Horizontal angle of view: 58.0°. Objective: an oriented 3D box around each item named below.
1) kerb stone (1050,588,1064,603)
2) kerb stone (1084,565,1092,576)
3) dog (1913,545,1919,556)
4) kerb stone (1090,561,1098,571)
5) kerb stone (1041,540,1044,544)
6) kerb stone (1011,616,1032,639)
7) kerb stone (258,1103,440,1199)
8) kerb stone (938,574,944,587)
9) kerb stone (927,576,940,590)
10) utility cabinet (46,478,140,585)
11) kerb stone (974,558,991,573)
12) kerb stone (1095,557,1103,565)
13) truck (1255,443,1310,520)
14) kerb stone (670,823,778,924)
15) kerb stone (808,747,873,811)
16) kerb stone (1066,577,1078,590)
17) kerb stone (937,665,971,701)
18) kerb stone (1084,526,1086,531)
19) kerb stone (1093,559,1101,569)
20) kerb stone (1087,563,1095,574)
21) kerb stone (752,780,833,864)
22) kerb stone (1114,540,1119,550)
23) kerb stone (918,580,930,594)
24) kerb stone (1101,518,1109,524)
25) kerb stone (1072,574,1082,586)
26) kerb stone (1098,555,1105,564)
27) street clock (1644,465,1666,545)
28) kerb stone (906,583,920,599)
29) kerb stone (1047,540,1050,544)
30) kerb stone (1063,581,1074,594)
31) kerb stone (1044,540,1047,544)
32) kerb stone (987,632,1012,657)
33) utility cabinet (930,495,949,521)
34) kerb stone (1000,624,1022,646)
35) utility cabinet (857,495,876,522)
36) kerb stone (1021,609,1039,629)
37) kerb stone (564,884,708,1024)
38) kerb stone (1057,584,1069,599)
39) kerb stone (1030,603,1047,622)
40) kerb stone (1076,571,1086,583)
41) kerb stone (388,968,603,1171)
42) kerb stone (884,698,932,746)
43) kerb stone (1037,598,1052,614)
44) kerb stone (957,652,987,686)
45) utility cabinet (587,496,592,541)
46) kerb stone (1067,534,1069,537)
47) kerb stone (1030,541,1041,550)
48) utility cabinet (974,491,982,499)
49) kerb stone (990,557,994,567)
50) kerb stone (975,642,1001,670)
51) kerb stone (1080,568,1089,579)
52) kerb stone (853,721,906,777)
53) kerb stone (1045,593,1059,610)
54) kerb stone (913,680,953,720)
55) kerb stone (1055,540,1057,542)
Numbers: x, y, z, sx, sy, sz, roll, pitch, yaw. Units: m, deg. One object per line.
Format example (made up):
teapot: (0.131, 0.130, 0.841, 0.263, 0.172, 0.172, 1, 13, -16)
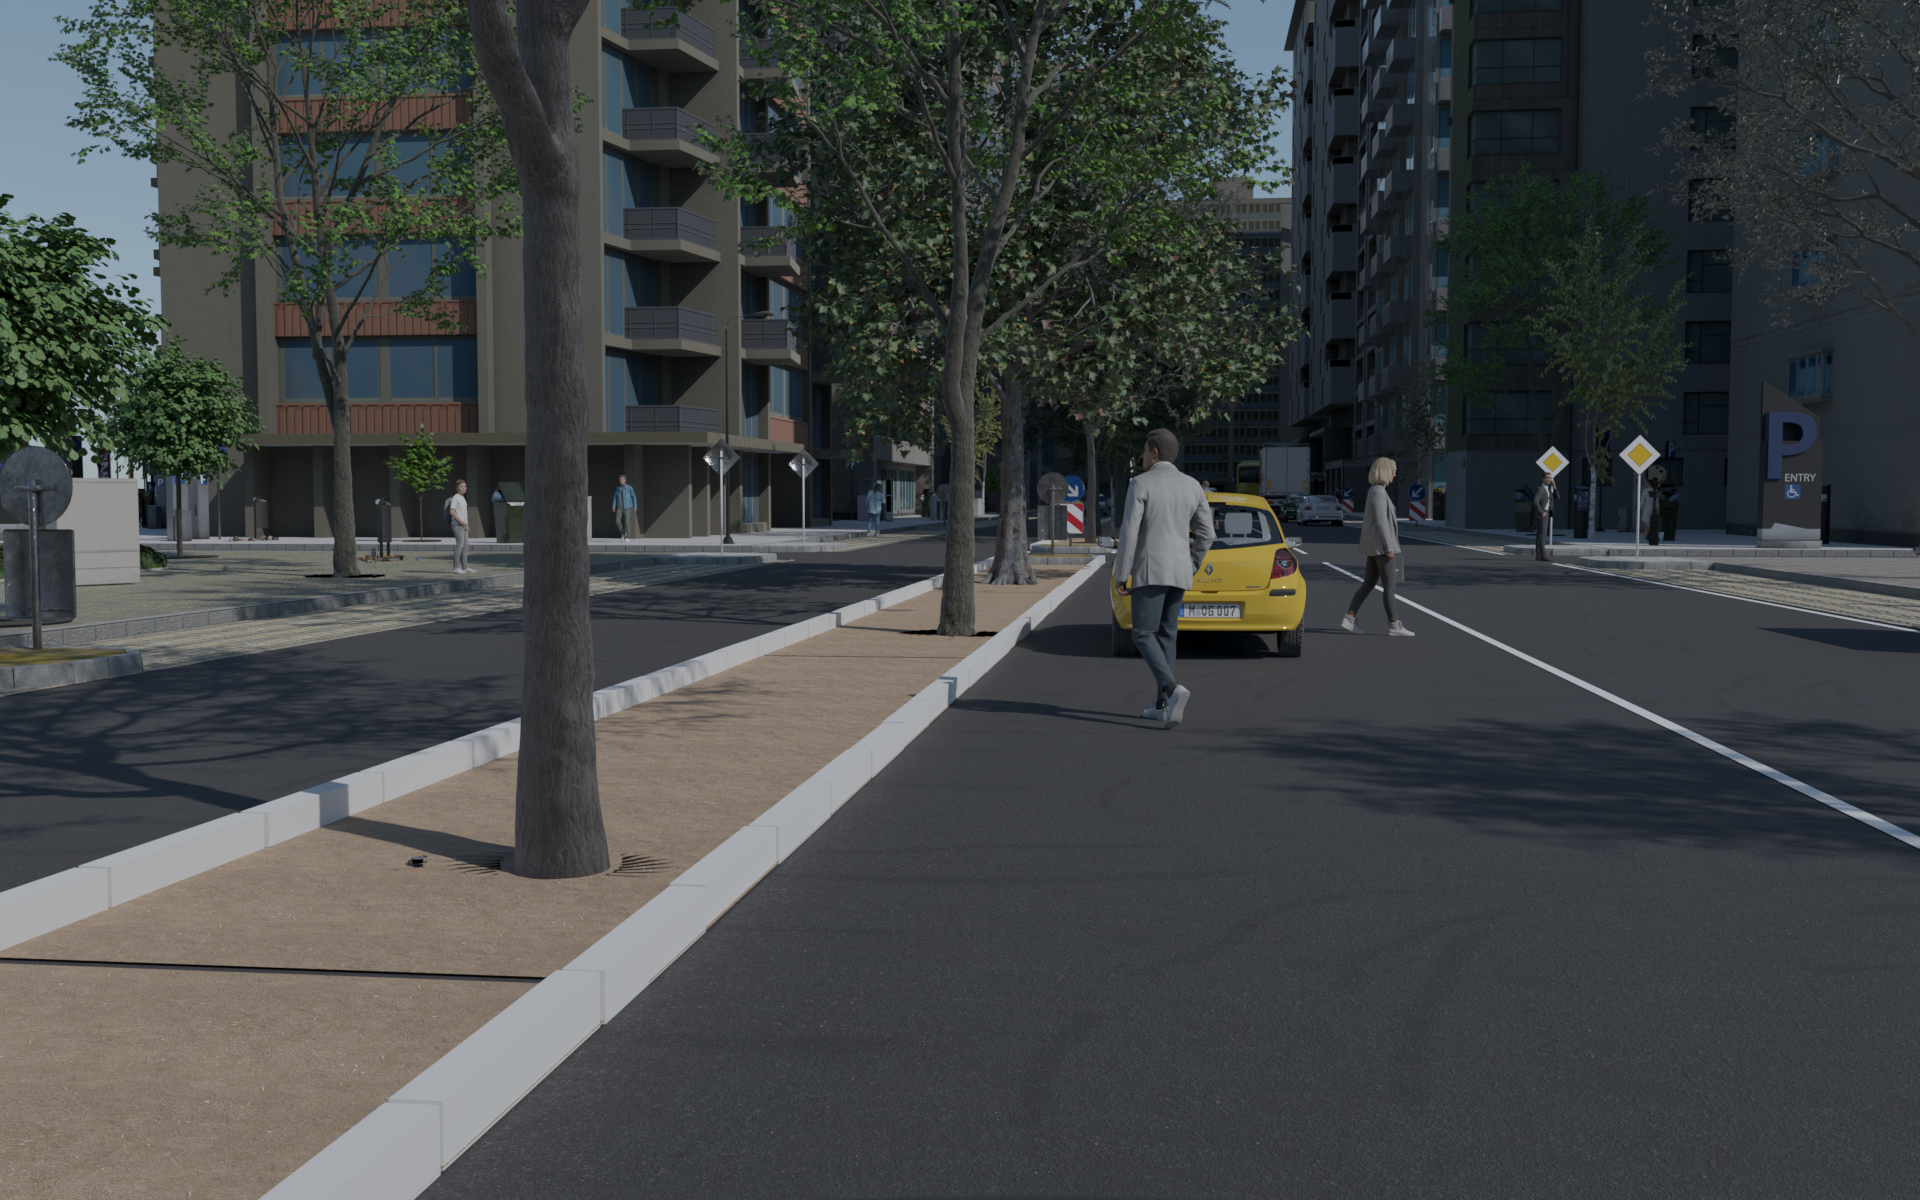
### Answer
kerb stone: (1.224, -0.016, 22.461, 0.120, 0.150, 1.000, 0, 4, 7)
kerb stone: (2.131, -0.451, 29.576, 0.120, 0.150, 1.000, 0, 4, 7)
dog: (12.240, -0.293, 21.635, 0.513, 0.831, 0.800, 1, 4, 20)
kerb stone: (2.387, -0.577, 31.623, 0.120, 0.150, 1.000, 0, 4, 7)
kerb stone: (2.041, -1.427, 45.620, 0.120, 0.150, 1.000, 0, 4, 7)
kerb stone: (0.594, 0.294, 17.381, 0.120, 0.150, 1.000, 0, 4, 7)
kerb stone: (-1.215, 1.165, 3.152, 0.120, 0.150, 1.000, 0, 4, 7)
kerb stone: (-0.340, -0.281, 26.789, 0.120, 0.150, 1.000, 0, 4, 7)
kerb stone: (-0.469, -0.216, 25.775, 0.120, 0.150, 1.000, 0, 4, 7)
utility cabinet: (-12.144, -0.953, 24.254, 0.318, 1.500, 1.173, 2, 4, 35)
kerb stone: (0.429, -0.653, 32.899, 0.120, 0.150, 1.000, 0, 4, 7)
kerb stone: (2.648, -0.692, 33.660, 0.120, 0.150, 1.000, 0, 4, 7)
truck: (18.726, -6.834, 100.657, 2.839, 4.237, 11.283, 0, 4, 8)
kerb stone: (-0.833, 0.979, 6.194, 0.120, 0.150, 1.000, 0, 4, 7)
kerb stone: (-0.570, 0.857, 8.226, 0.120, 0.150, 1.000, 0, 4, 7)
kerb stone: (1.614, -0.203, 25.519, 0.120, 0.150, 1.000, 0, 4, 7)
kerb stone: (-0.057, 0.605, 12.307, 0.120, 0.150, 1.000, 0, 4, 7)
kerb stone: (5.256, -2.984, 71.025, 0.120, 0.150, 1.000, 0, 4, 7)
kerb stone: (2.519, -0.636, 32.639, 0.120, 0.150, 1.000, 0, 4, 7)
kerb stone: (2.264, -0.514, 30.599, 0.120, 0.150, 1.000, 0, 4, 7)
kerb stone: (-0.696, 0.917, 7.206, 0.120, 0.150, 1.000, 0, 4, 7)
kerb stone: (4.247, -1.478, 46.368, 0.120, 0.150, 1.000, 0, 4, 7)
kerb stone: (-0.595, -0.157, 24.761, 0.120, 0.150, 1.000, 0, 4, 7)
kerb stone: (7.312, -3.982, 87.304, 0.120, 0.150, 1.000, 0, 4, 7)
kerb stone: (1.743, -0.265, 26.534, 0.120, 0.150, 1.000, 0, 4, 7)
kerb stone: (2.772, -0.760, 34.676, 0.120, 0.150, 1.000, 0, 4, 7)
street clock: (17.384, -2.372, 43.347, 0.471, 2.002, 0.358, 3, 4, 37)
kerb stone: (-0.723, -0.095, 23.744, 0.120, 0.150, 1.000, 0, 4, 7)
kerb stone: (2.301, -1.557, 47.656, 0.120, 0.150, 1.000, 0, 4, 7)
kerb stone: (1.484, -0.135, 24.496, 0.120, 0.150, 1.000, 0, 4, 7)
kerb stone: (2.168, -1.495, 46.636, 0.120, 0.150, 1.000, 0, 4, 7)
kerb stone: (0.333, 0.419, 15.349, 0.120, 0.150, 1.000, 0, 4, 7)
utility cabinet: (-0.979, -4.405, 83.183, 1.020, 1.237, 0.306, -3, 5, -44)
kerb stone: (0.455, 0.361, 16.369, 0.120, 0.150, 1.000, 0, 4, 7)
utility cabinet: (-4.327, -4.283, 81.184, 1.020, 1.237, 0.306, 3, 4, 36)
kerb stone: (0.717, 0.232, 18.401, 0.120, 0.150, 1.000, 0, 4, 7)
kerb stone: (-0.955, 1.043, 5.179, 0.120, 0.150, 1.000, 0, 4, 7)
kerb stone: (1.350, -0.078, 23.476, 0.120, 0.150, 1.000, 0, 4, 7)
kerb stone: (0.844, 0.170, 19.415, 0.120, 0.150, 1.000, 0, 4, 7)
kerb stone: (1.876, -0.327, 27.547, 0.120, 0.150, 1.000, 0, 4, 7)
kerb stone: (-1.090, 1.103, 4.166, 0.120, 0.150, 1.000, 0, 4, 7)
kerb stone: (-0.313, 0.730, 10.264, 0.120, 0.150, 1.000, 0, 4, 7)
kerb stone: (0.963, 0.108, 20.430, 0.120, 0.150, 1.000, 0, 4, 7)
kerb stone: (0.074, 0.543, 13.321, 0.120, 0.150, 1.000, 0, 4, 7)
utility cabinet: (-10.605, -2.228, 47.582, 1.020, 1.237, 0.306, 2, 4, 30)
kerb stone: (3.324, -2.054, 55.785, 0.120, 0.150, 1.000, 0, 4, 7)
kerb stone: (1.910, -1.370, 44.600, 0.120, 0.150, 1.000, 0, 4, 7)
utility cabinet: (0.904, -6.368, 112.788, 1.173, 1.500, 0.318, 2, 4, 28)
kerb stone: (0.565, -0.717, 33.911, 0.120, 0.150, 1.000, 0, 4, 7)
kerb stone: (0.204, 0.483, 14.335, 0.120, 0.150, 1.000, 0, 4, 7)
kerb stone: (2.004, -0.389, 28.561, 0.120, 0.150, 1.000, 0, 4, 7)
kerb stone: (-0.439, 0.799, 9.240, 0.120, 0.150, 1.000, 0, 4, 7)
kerb stone: (1.104, 0.046, 21.444, 0.120, 0.150, 1.000, 0, 4, 7)
kerb stone: (-0.188, 0.667, 11.291, 0.120, 0.150, 1.000, 0, 4, 7)
kerb stone: (2.678, -1.739, 50.705, 0.120, 0.150, 1.000, 0, 4, 7)
